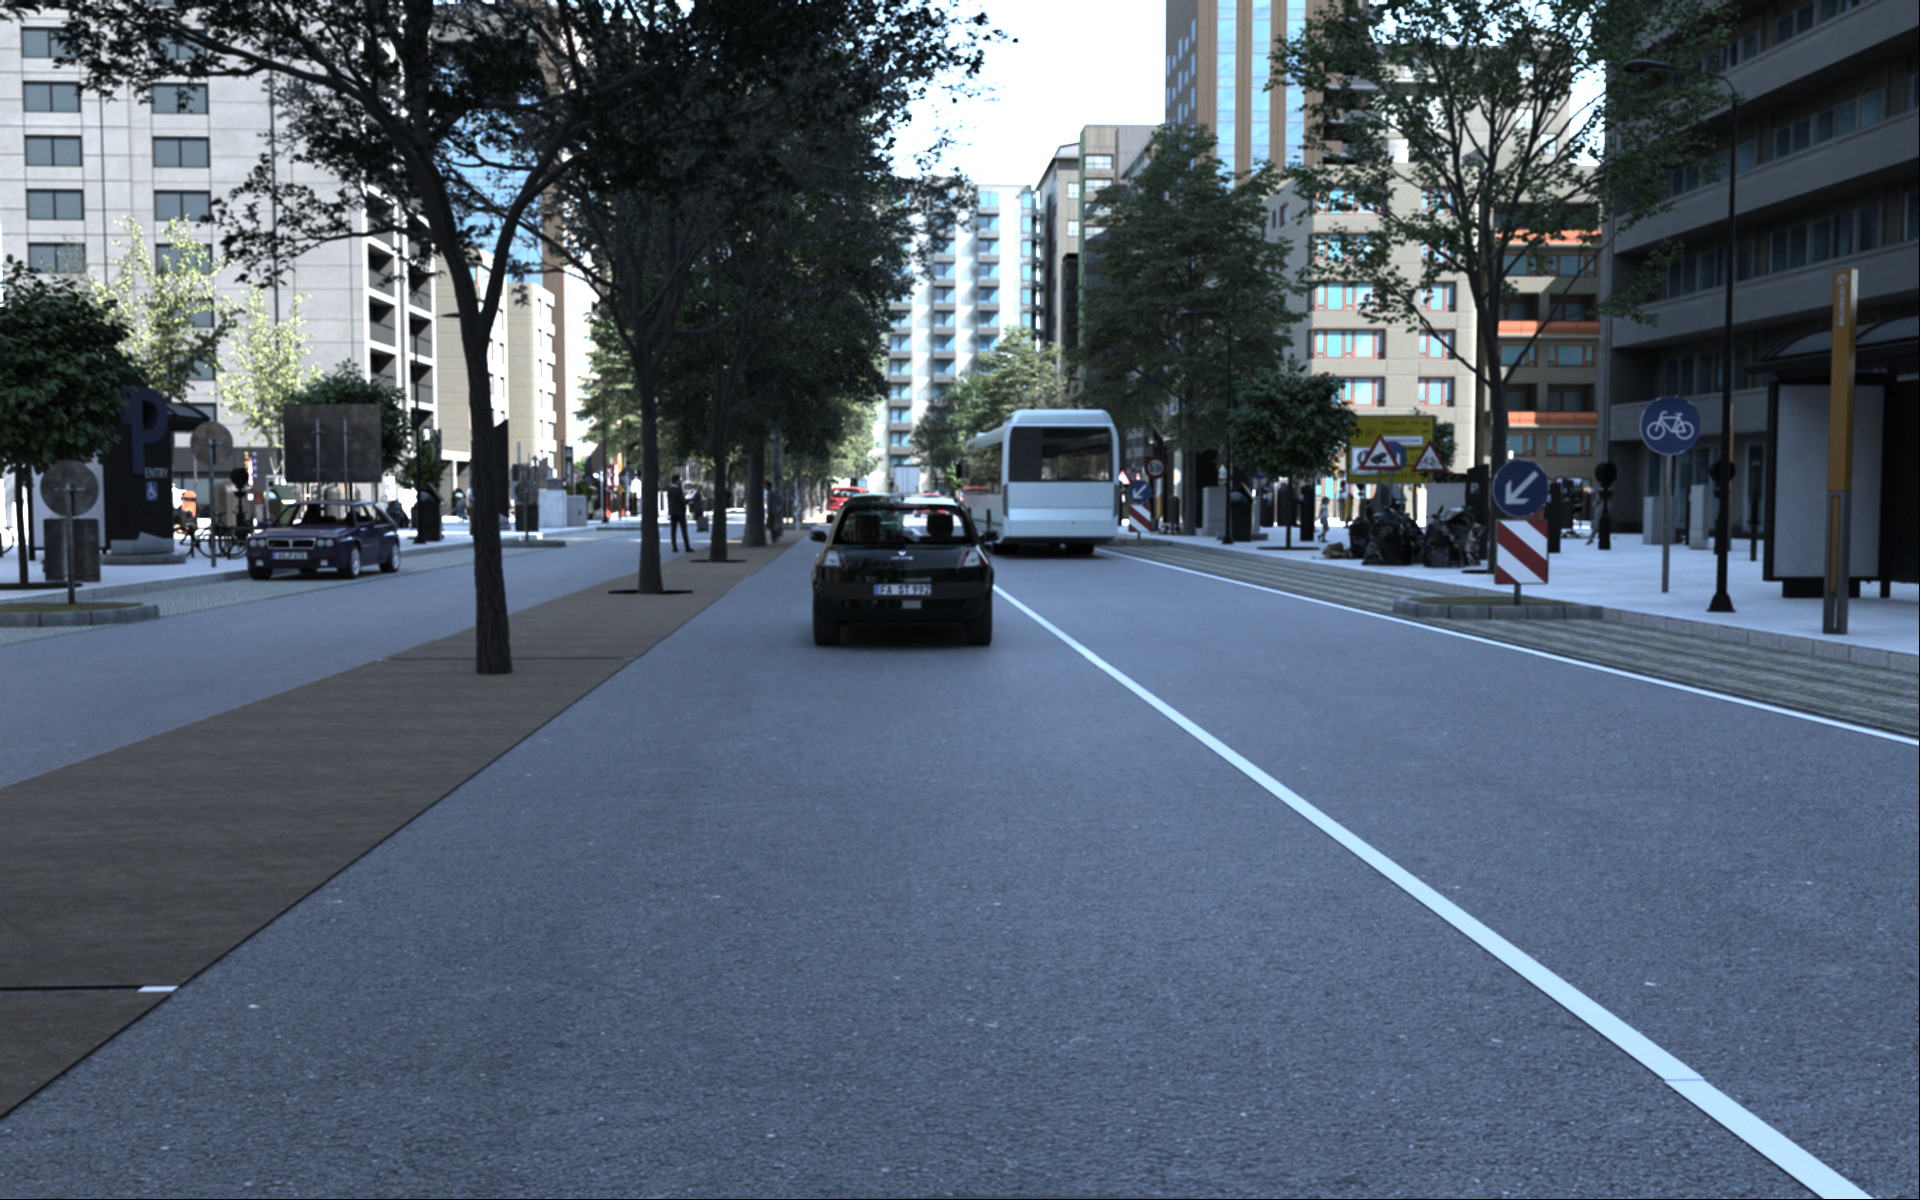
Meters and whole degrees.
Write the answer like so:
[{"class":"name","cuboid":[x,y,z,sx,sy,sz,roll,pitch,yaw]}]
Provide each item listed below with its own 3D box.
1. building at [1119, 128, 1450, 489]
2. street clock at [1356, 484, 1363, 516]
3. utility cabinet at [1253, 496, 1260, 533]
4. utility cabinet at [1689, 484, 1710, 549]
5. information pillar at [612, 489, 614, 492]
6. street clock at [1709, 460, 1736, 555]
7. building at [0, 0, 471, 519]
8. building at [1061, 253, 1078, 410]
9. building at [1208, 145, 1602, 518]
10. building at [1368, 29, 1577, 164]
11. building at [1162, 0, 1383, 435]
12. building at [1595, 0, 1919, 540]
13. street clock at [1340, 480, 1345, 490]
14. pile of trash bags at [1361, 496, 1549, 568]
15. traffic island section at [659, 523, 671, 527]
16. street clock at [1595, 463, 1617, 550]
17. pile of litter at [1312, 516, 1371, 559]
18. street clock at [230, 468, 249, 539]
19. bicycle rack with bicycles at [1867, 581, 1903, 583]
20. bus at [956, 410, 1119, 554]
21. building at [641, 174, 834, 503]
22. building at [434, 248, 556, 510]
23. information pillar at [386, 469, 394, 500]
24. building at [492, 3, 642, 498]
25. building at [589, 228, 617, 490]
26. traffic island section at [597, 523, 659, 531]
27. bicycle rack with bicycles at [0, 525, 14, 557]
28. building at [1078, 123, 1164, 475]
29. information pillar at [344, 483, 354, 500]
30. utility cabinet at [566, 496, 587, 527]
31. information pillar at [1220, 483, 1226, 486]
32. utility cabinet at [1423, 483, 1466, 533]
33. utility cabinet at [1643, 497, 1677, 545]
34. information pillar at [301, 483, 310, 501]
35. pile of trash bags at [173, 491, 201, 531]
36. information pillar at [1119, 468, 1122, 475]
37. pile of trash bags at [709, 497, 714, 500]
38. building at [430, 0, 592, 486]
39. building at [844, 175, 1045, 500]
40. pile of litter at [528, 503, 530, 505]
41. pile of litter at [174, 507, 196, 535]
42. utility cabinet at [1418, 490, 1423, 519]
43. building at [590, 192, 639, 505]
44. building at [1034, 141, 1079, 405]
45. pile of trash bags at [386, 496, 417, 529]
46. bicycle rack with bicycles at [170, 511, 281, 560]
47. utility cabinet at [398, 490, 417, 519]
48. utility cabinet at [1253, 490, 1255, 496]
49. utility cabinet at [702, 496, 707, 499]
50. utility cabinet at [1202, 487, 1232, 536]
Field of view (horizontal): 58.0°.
[{"class":"building","cuboid":[30.037,-29.608,175.973,32.217,40.220,23.993,0,4,-3]},{"class":"street clock","cuboid":[19.350,-4.833,83.587,0.471,2.002,0.358,0,4,3]},{"class":"utility cabinet","cuboid":[9.261,-2.760,56.287,1.020,1.237,0.306,-2,4,-32]},{"class":"utility cabinet","cuboid":[17.250,-1.942,40.426,0.318,1.500,1.173,2,4,29]},{"class":"information pillar","cuboid":[-30.049,-8.887,149.792,0.304,2.012,0.304,-1,4,-13]},{"class":"street clock","cuboid":[16.111,-1.962,36.653,0.471,2.002,0.358,0,3,0]},{"class":"building","cuboid":[-39.287,-40.333,97.690,20.563,71.187,20.611,0,4,-3]},{"class":"building","cuboid":[18.926,-26.738,208.859,14.160,30.474,14.107,0,4,-3]},{"class":"building","cuboid":[32.155,-15.941,105.668,28.899,21.520,27.650,0,4,-3]},{"class":"building","cuboid":[53.430,-37.591,203.853,27.495,52.752,28.713,0,4,-3]},{"class":"building","cuboid":[24.106,-29.752,136.561,14.600,45.320,14.200,0,4,-3]},{"class":"building","cuboid":[32.195,-25.821,45.871,21.300,48.544,21.600,0,4,-3]},{"class":"street clock","cuboid":[19.834,-5.177,89.218,0.471,2.002,0.358,-2,4,-24]},{"class":"pile of trash bags","cuboid":[8.828,-1.288,30.809,1.912,1.369,3.447,-3,5,-43]},{"class":"traffic island section","cuboid":[-13.768,-3.365,77.291,2.009,0.180,2.903,0,4,-3]},{"class":"street clock","cuboid":[14.872,-2.162,39.917,0.471,2.002,0.358,-2,4,-28]},{"class":"pile of litter","cuboid":[7.766,-1.258,34.526,1.719,0.858,1.176,-1,4,-14]},{"class":"street clock","cuboid":[-20.052,-2.671,48.249,0.358,2.002,0.471,1,4,17]},{"class":"bicycle rack with bicycles","cuboid":[14.478,-0.685,24.581,2.925,0.926,2.852,-2,4,-32]},{"class":"bus","cuboid":[1.733,-3.026,44.335,2.948,3.499,13.247,0,4,-4]},{"class":"building","cuboid":[-33.020,-43.792,257.995,28.212,58.520,21.231,0,4,-3]},{"class":"building","cuboid":[-48.234,-17.768,135.540,27.650,21.520,28.899,0,4,-3]},{"class":"information pillar","cuboid":[-27.393,-5.623,83.291,0.183,3.616,0.504,1,4,20]},{"class":"building","cuboid":[-57.605,-50.052,256.609,20.611,71.187,20.563,0,4,-3]},{"class":"building","cuboid":[-42.328,-24.482,171.989,14.160,30.474,14.107,0,4,-3]},{"class":"traffic island section","cuboid":[-13.322,-2.877,69.319,2.009,0.180,2.903,0,4,-3]},{"class":"bicycle rack with bicycles","cuboid":[-20.831,-1.340,35.289,2.925,0.926,2.852,-2,4,-33]},{"class":"building","cuboid":[20.038,-31.243,194.419,14.154,41.232,14.086,0,4,-3]},{"class":"information pillar","cuboid":[-26.858,-4.381,76.114,0.304,2.012,0.304,2,4,33]},{"class":"utility cabinet","cuboid":[-15.141,-3.471,67.919,1.020,1.237,0.306,-3,5,-39]},{"class":"information pillar","cuboid":[16.764,-6.467,110.226,0.304,2.012,0.304,2,4,35]},{"class":"utility cabinet","cuboid":[10.110,-1.637,35.447,0.318,1.500,1.173,-3,5,-39]},{"class":"utility cabinet","cuboid":[17.813,-2.015,44.105,1.020,1.237,0.306,-2,4,-35]},{"class":"information pillar","cuboid":[-30.602,-4.679,80.989,0.304,2.012,0.304,2,4,25]},{"class":"pile of trash bags","cuboid":[-27.450,-3.098,60.397,3.447,1.369,1.912,3,5,44]},{"class":"information pillar","cuboid":[13.895,-9.741,150.624,0.504,3.616,0.183,1,4,9]},{"class":"pile of trash bags","cuboid":[-22.878,-8.628,150.824,3.447,1.369,1.912,0,4,-4]},{"class":"building","cuboid":[-41.780,-31.028,157.417,14.600,45.320,14.200,0,4,-3]},{"class":"building","cuboid":[-2.881,-39.324,262.551,30.456,49.044,23.786,0,4,-3]},{"class":"pile of litter","cuboid":[-24.712,-5.259,99.943,1.176,0.858,1.719,0,4,-1]},{"class":"pile of litter","cuboid":[-24.993,-2.532,55.359,1.176,0.858,1.719,0,4,-3]},{"class":"utility cabinet","cuboid":[23.342,-4.828,87.622,0.318,1.500,1.173,3,5,41]},{"class":"building","cuboid":[-52.158,-33.457,201.646,28.867,44.769,22.147,0,4,-3]},{"class":"building","cuboid":[26.270,-41.373,265.679,27.495,52.752,28.713,0,4,-3]},{"class":"pile of trash bags","cuboid":[-20.679,-3.408,65.478,1.912,1.369,3.447,0,4,-2]},{"class":"bicycle rack with bicycles","cuboid":[-14.479,-1.321,34.982,2.925,0.926,2.852,-3,5,-44]},{"class":"utility cabinet","cuboid":[-27.684,-4.806,87.256,1.173,1.500,0.318,-2,4,-34]},{"class":"utility cabinet","cuboid":[14.677,-4.930,89.288,0.318,1.500,1.173,-3,5,-44]},{"class":"utility cabinet","cuboid":[-20.435,-7.705,137.136,1.020,1.237,0.306,2,4,24]},{"class":"utility cabinet","cuboid":[7.923,-2.684,52.562,1.173,1.500,0.318,-2,4,-28]}]
